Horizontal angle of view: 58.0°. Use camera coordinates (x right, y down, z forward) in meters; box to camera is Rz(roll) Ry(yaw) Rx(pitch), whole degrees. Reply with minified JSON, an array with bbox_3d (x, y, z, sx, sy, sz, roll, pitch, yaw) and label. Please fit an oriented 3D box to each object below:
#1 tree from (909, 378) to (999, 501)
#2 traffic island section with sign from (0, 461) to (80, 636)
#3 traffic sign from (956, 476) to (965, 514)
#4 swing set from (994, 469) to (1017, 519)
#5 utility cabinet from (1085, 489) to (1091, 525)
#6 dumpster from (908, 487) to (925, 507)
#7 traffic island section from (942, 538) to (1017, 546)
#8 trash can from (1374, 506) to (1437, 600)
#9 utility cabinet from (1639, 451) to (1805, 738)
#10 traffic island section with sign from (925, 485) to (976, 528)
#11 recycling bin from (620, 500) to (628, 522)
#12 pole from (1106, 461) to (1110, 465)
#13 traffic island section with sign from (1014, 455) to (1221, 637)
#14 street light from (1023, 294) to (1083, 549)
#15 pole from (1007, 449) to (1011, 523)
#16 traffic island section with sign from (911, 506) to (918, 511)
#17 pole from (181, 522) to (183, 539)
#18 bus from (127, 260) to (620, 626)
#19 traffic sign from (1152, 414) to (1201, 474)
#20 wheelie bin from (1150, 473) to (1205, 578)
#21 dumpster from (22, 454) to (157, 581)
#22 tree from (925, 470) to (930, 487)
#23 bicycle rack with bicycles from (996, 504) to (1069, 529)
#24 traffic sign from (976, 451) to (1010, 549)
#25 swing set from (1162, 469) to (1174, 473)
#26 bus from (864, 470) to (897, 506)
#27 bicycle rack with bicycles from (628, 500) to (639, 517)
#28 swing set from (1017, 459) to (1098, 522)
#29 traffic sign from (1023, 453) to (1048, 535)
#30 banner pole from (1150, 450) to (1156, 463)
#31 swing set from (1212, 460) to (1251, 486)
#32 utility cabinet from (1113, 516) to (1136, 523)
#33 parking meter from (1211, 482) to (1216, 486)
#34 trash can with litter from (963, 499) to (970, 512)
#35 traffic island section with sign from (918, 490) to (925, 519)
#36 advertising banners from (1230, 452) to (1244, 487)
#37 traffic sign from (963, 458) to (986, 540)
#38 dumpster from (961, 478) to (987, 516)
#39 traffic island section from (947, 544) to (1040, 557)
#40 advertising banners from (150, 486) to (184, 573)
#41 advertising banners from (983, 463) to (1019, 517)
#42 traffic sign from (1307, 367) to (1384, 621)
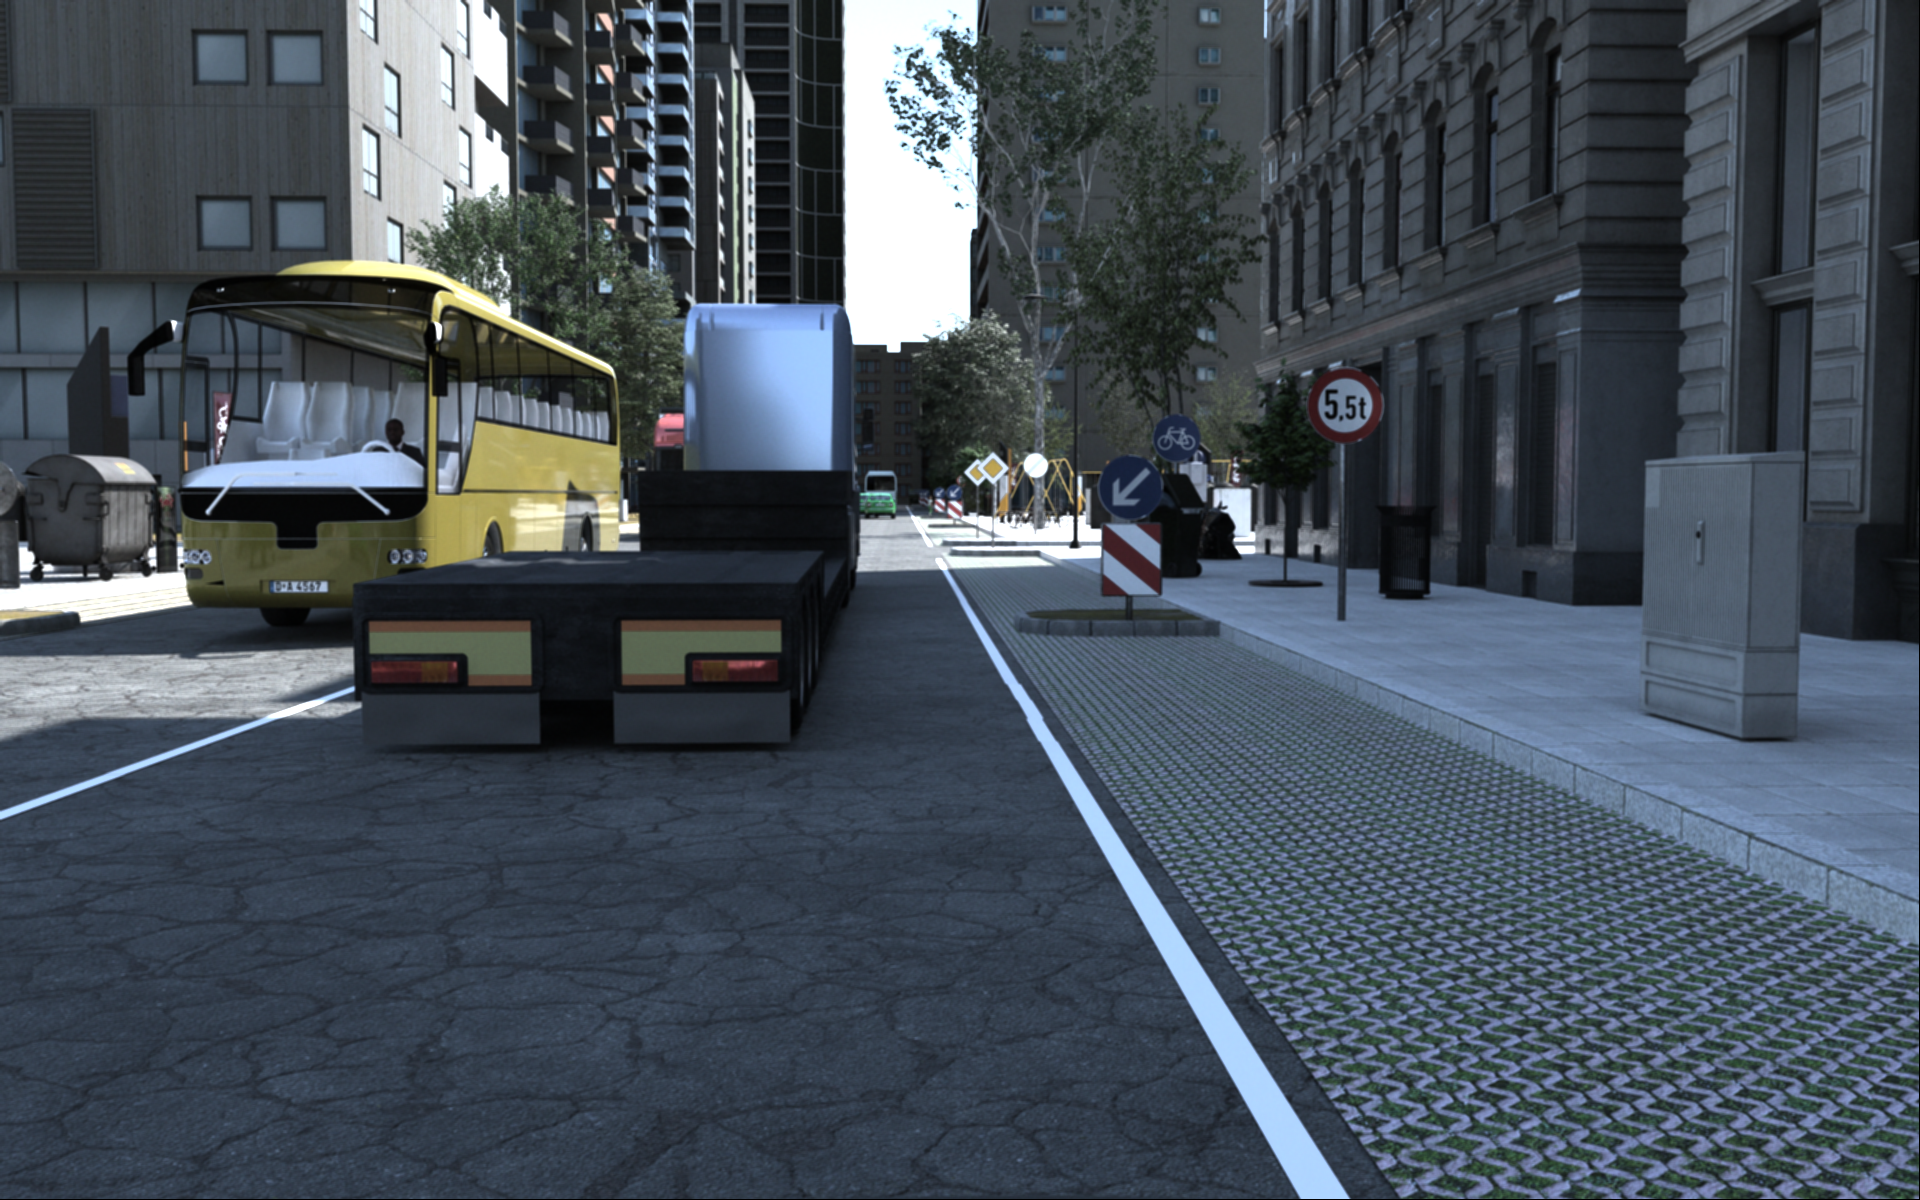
[{"bbox_3d":[0.127,-11.884,128.709,8.767,10.594,7.601,0,4,8],"label":"tree"},{"bbox_3d":[-10.431,-0.578,18.078,1.989,1.847,2.006,0,4,-2],"label":"traffic island section with sign"},{"bbox_3d":[0.158,-6.767,110.743,0.768,2.556,0.104,0,4,7],"label":"traffic sign"},{"bbox_3d":[3.158,-5.265,83.704,2.862,2.851,3.119,0,4,-6],"label":"swing set"},{"bbox_3d":[5.406,-3.862,71.828,0.318,1.500,1.173,1,4,10],"label":"utility cabinet"},{"bbox_3d":[-4.926,-11.815,198.124,1.985,2.255,1.502,0,4,-3],"label":"dumpster"},{"bbox_3d":[0.517,-1.621,48.780,2.009,0.180,2.903,0,4,-2],"label":"traffic island section"},{"bbox_3d":[5.460,-0.587,21.245,0.748,1.137,0.748,0,3,0],"label":"trash can"},{"bbox_3d":[4.136,-0.050,9.491,0.318,1.500,1.173,0,4,-4],"label":"utility cabinet"},{"bbox_3d":[-0.360,-3.985,73.785,1.989,1.847,2.006,0,4,-2],"label":"traffic island section with sign"},{"bbox_3d":[-15.816,-4.134,80.147,0.722,1.027,0.722,0,4,4],"label":"recycling bin"},{"bbox_3d":[9.032,-6.852,105.873,0.158,3.312,0.155,0,3,0],"label":"pole"},{"bbox_3d":[1.590,-0.589,18.250,1.989,1.847,2.006,0,4,-2],"label":"traffic island section with sign"},{"bbox_3d":[2.171,-4.154,40.464,1.470,5.913,1.316,0,4,-2],"label":"street light"},{"bbox_3d":[2.208,-5.133,77.760,0.158,3.312,0.155,0,3,0],"label":"pole"},{"bbox_3d":[-3.092,-8.743,151.574,1.989,1.847,2.006,0,4,-2],"label":"traffic island section with sign"},{"bbox_3d":[-21.833,-3.358,48.740,0.158,3.312,0.155,0,3,0],"label":"pole"},{"bbox_3d":[-6.512,-1.869,22.110,2.896,3.916,12.252,0,4,-3],"label":"bus"},{"bbox_3d":[3.459,-1.690,27.736,0.768,2.556,0.104,0,4,8],"label":"traffic sign"},{"bbox_3d":[3.292,-1.149,26.700,0.693,1.594,0.980,3,5,44],"label":"wheelie bin"},{"bbox_3d":[-13.115,-1.246,26.134,1.264,1.857,1.865,0,4,-2],"label":"dumpster"},{"bbox_3d":[-1.121,-11.021,163.902,4.285,4.588,4.351,0,3,0],"label":"tree"},{"bbox_3d":[2.722,-3.133,64.612,2.925,0.926,2.852,-1,4,-22],"label":"bicycle rack with bicycles"},{"bbox_3d":[0.774,-2.268,40.721,0.795,2.450,0.064,0,4,-2],"label":"traffic sign"},{"bbox_3d":[14.086,-6.827,109.238,3.119,2.851,2.862,2,4,34],"label":"swing set"},{"bbox_3d":[-6.685,-9.241,145.952,2.948,3.499,13.247,0,4,-3],"label":"bus"},{"bbox_3d":[-17.252,-5.140,97.422,2.925,0.926,2.852,3,5,44],"label":"bicycle rack with bicycles"},{"bbox_3d":[4.368,-4.911,77.923,2.862,2.851,3.119,0,4,-8],"label":"swing set"},{"bbox_3d":[2.360,-3.298,54.029,0.768,2.556,0.104,0,4,2],"label":"traffic sign"},{"bbox_3d":[11.613,-6.948,103.619,0.401,3.779,0.863,2,4,24],"label":"banner pole"},{"bbox_3d":[12.466,-5.066,80.443,3.119,2.851,2.862,1,4,21],"label":"swing set"},{"bbox_3d":[3.124,-1.487,32.987,0.318,1.500,1.173,1,4,12],"label":"utility cabinet"},{"bbox_3d":[12.195,-4.787,83.977,0.255,1.863,0.399,3,4,39],"label":"parking meter"},{"bbox_3d":[0.705,-6.892,124.066,1.055,1.170,0.624,0,4,3],"label":"trash can with litter"},{"bbox_3d":[-1.300,-5.633,100.724,1.989,1.847,2.006,0,4,-2],"label":"traffic island section with sign"},{"bbox_3d":[10.304,-4.472,69.300,2.074,3.025,0.090,1,4,12],"label":"advertising banners"},{"bbox_3d":[0.494,-2.756,48.702,0.795,2.450,0.064,0,4,-2],"label":"traffic sign"},{"bbox_3d":[0.806,-5.977,100.224,1.502,2.255,1.985,0,4,-2],"label":"dumpster"},{"bbox_3d":[0.797,-1.133,40.800,2.009,0.180,2.903,0,4,-2],"label":"traffic island section"},{"bbox_3d":[-12.767,-2.001,28.899,0.090,3.025,2.074,1,4,15],"label":"advertising banners"},{"bbox_3d":[2.298,-6.197,97.513,2.074,3.025,0.090,1,4,16],"label":"advertising banners"},{"bbox_3d":[3.870,-1.063,17.488,0.768,2.556,0.104,0,4,3],"label":"traffic sign"}]
